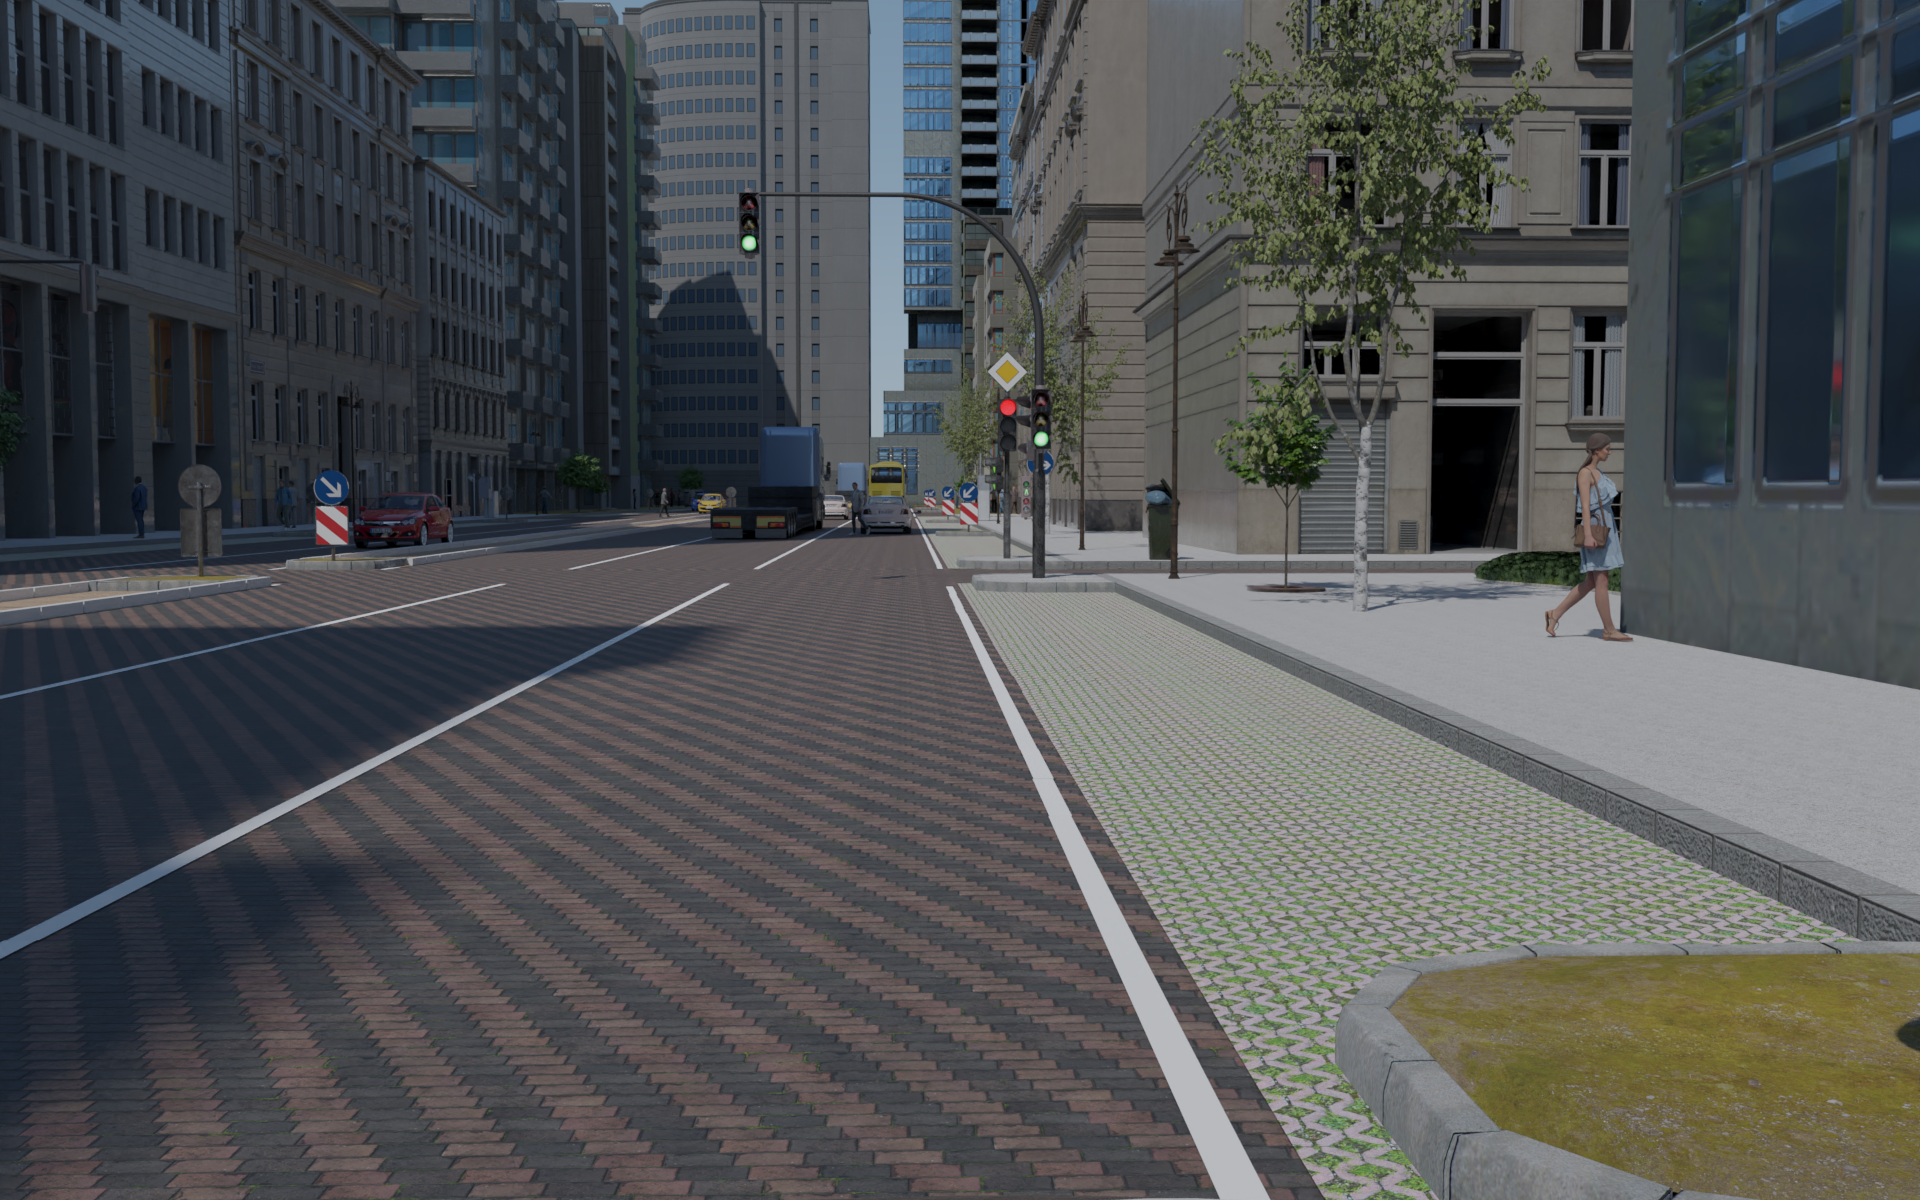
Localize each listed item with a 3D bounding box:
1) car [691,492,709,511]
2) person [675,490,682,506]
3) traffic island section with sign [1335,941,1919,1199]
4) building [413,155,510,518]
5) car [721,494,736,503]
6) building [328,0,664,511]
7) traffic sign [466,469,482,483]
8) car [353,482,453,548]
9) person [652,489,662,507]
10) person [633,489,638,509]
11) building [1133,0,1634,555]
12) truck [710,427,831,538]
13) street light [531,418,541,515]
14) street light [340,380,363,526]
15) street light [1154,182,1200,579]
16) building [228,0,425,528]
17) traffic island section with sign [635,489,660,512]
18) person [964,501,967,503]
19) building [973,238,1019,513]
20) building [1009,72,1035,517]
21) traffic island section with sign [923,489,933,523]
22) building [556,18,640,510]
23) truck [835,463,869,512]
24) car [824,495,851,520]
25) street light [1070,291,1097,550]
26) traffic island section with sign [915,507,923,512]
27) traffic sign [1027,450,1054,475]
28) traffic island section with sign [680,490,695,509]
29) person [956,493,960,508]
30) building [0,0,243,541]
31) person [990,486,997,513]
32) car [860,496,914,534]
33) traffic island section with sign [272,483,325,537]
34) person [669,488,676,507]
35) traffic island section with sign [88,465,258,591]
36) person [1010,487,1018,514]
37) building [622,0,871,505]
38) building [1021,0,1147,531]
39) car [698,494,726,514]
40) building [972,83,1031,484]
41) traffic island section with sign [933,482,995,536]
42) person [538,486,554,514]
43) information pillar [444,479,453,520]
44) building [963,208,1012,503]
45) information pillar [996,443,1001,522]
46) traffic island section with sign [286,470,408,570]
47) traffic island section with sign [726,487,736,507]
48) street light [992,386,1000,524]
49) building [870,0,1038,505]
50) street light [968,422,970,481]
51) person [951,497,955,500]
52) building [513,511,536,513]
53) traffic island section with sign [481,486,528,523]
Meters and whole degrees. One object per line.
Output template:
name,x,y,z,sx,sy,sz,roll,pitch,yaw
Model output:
car,-21.859,-8.444,147.645,1.945,1.707,3.694,0,4,-1
person,-29.312,-10.616,180.338,0.721,1.735,1.217,-3,5,-41
traffic island section with sign,1.946,0.290,3.890,1.989,1.847,2.006,0,4,-2
building,-32.539,-15.263,98.701,9.793,20.994,18.267,0,4,-2
car,-23.381,-10.012,172.729,2.155,1.783,4.494,0,4,-2
building,-45.252,-33.670,170.112,30.456,49.044,23.786,0,4,-2
traffic sign,-24.912,-5.447,88.788,0.795,2.593,0.064,0,4,-1
car,-15.148,-2.335,47.216,2.155,1.783,4.494,0,4,-2
person,-29.105,-9.769,166.287,1.217,1.766,0.721,1,4,19
person,-27.330,-8.511,145.925,0.721,1.735,1.217,-1,4,-21
building,19.854,-12.868,43.676,30.059,22.955,16.112,0,4,-2
truck,-6.744,-4.518,63.630,2.967,4.110,18.799,0,4,-1
street light,-25.680,-8.086,104.990,0.468,5.910,1.993,0,4,-2
street light,-24.640,-5.961,70.257,0.468,5.910,1.993,0,4,-2
street light,3.240,-3.257,26.047,0.468,5.910,1.993,0,4,-2
building,-33.234,-17.099,76.829,12.463,27.353,25.104,0,4,-2
traffic island section with sign,-24.360,-7.782,135.857,1.989,1.847,2.006,0,4,-2
person,0.345,-7.135,123.404,0.721,1.736,1.217,1,4,21
building,15.372,-17.539,131.807,27.650,21.520,28.899,0,4,-2
building,9.656,-18.334,97.029,12.463,27.353,25.104,0,4,-2
traffic island section with sign,-0.713,-4.730,85.967,1.989,1.847,2.006,0,4,-2
building,-35.357,-28.300,146.304,14.154,41.232,14.086,0,4,-2
truck,-9.207,-9.380,143.121,2.967,4.110,18.799,0,4,-1
car,-7.192,-5.206,97.482,2.083,1.381,4.827,0,4,-4
street light,2.796,-4.081,39.520,0.468,5.910,1.993,0,4,-2
traffic island section with sign,-2.343,-7.809,136.306,1.989,1.847,2.006,0,4,-2
traffic sign,2.299,-3.024,49.551,0.768,2.556,0.104,0,4,5
traffic island section with sign,-25.235,-9.449,163.112,1.989,1.847,2.006,0,4,-2
person,-0.215,-9.347,158.954,0.705,1.814,1.350,-1,4,-9
building,-31.802,-16.609,49.055,11.434,29.767,29.804,0,4,-2
person,2.318,-6.763,116.632,1.348,1.823,0.705,0,4,-6
car,-2.738,-3.148,63.826,2.083,1.381,4.827,0,4,-3
traffic island section with sign,-21.840,-3.040,58.327,1.989,1.847,2.006,0,4,-2
person,-27.856,-9.879,167.528,0.705,1.831,1.348,1,4,14
traffic island section with sign,-11.774,-1.110,26.280,2.006,1.907,1.989,0,4,-2
person,3.537,-6.453,112.095,0.990,1.755,0.434,-1,4,-20
building,-24.602,-40.489,203.999,28.212,58.520,21.231,0,4,-2
building,9.545,-16.748,71.100,12.463,27.353,25.104,0,4,-2
car,-18.093,-7.114,126.540,2.015,1.641,3.980,0,4,-2
building,17.401,-28.495,157.771,32.217,40.220,23.993,0,4,-2
traffic island section with sign,0.168,-3.082,59.027,1.989,1.847,2.006,0,4,-2
person,-26.957,-6.506,112.501,1.350,1.814,0.705,2,4,31
information pillar,-24.932,-4.887,84.399,0.304,2.012,0.304,-2,4,-35
building,7.266,-24.775,176.766,14.160,30.474,14.107,0,4,-2
information pillar,1.763,-5.381,79.337,0.183,3.616,0.504,0,4,-1
traffic island section with sign,-12.004,-1.562,33.683,2.006,1.907,1.989,0,4,-2
traffic island section with sign,-14.443,-6.156,108.782,2.006,1.907,1.989,0,4,-2
street light,1.653,-6.228,74.615,0.468,5.910,1.993,0,4,-2
building,4.972,-54.553,204.620,31.000,86.520,22.319,0,4,-2
street light,0.563,-8.336,109.087,0.468,5.910,1.993,0,4,-2
person,-0.657,-9.098,154.818,0.705,1.821,1.348,0,4,-6
building,-40.640,-30.771,122.707,23.786,49.044,30.456,0,4,-2
traffic island section with sign,-22.755,-4.774,86.679,1.989,1.847,2.006,0,4,-2
